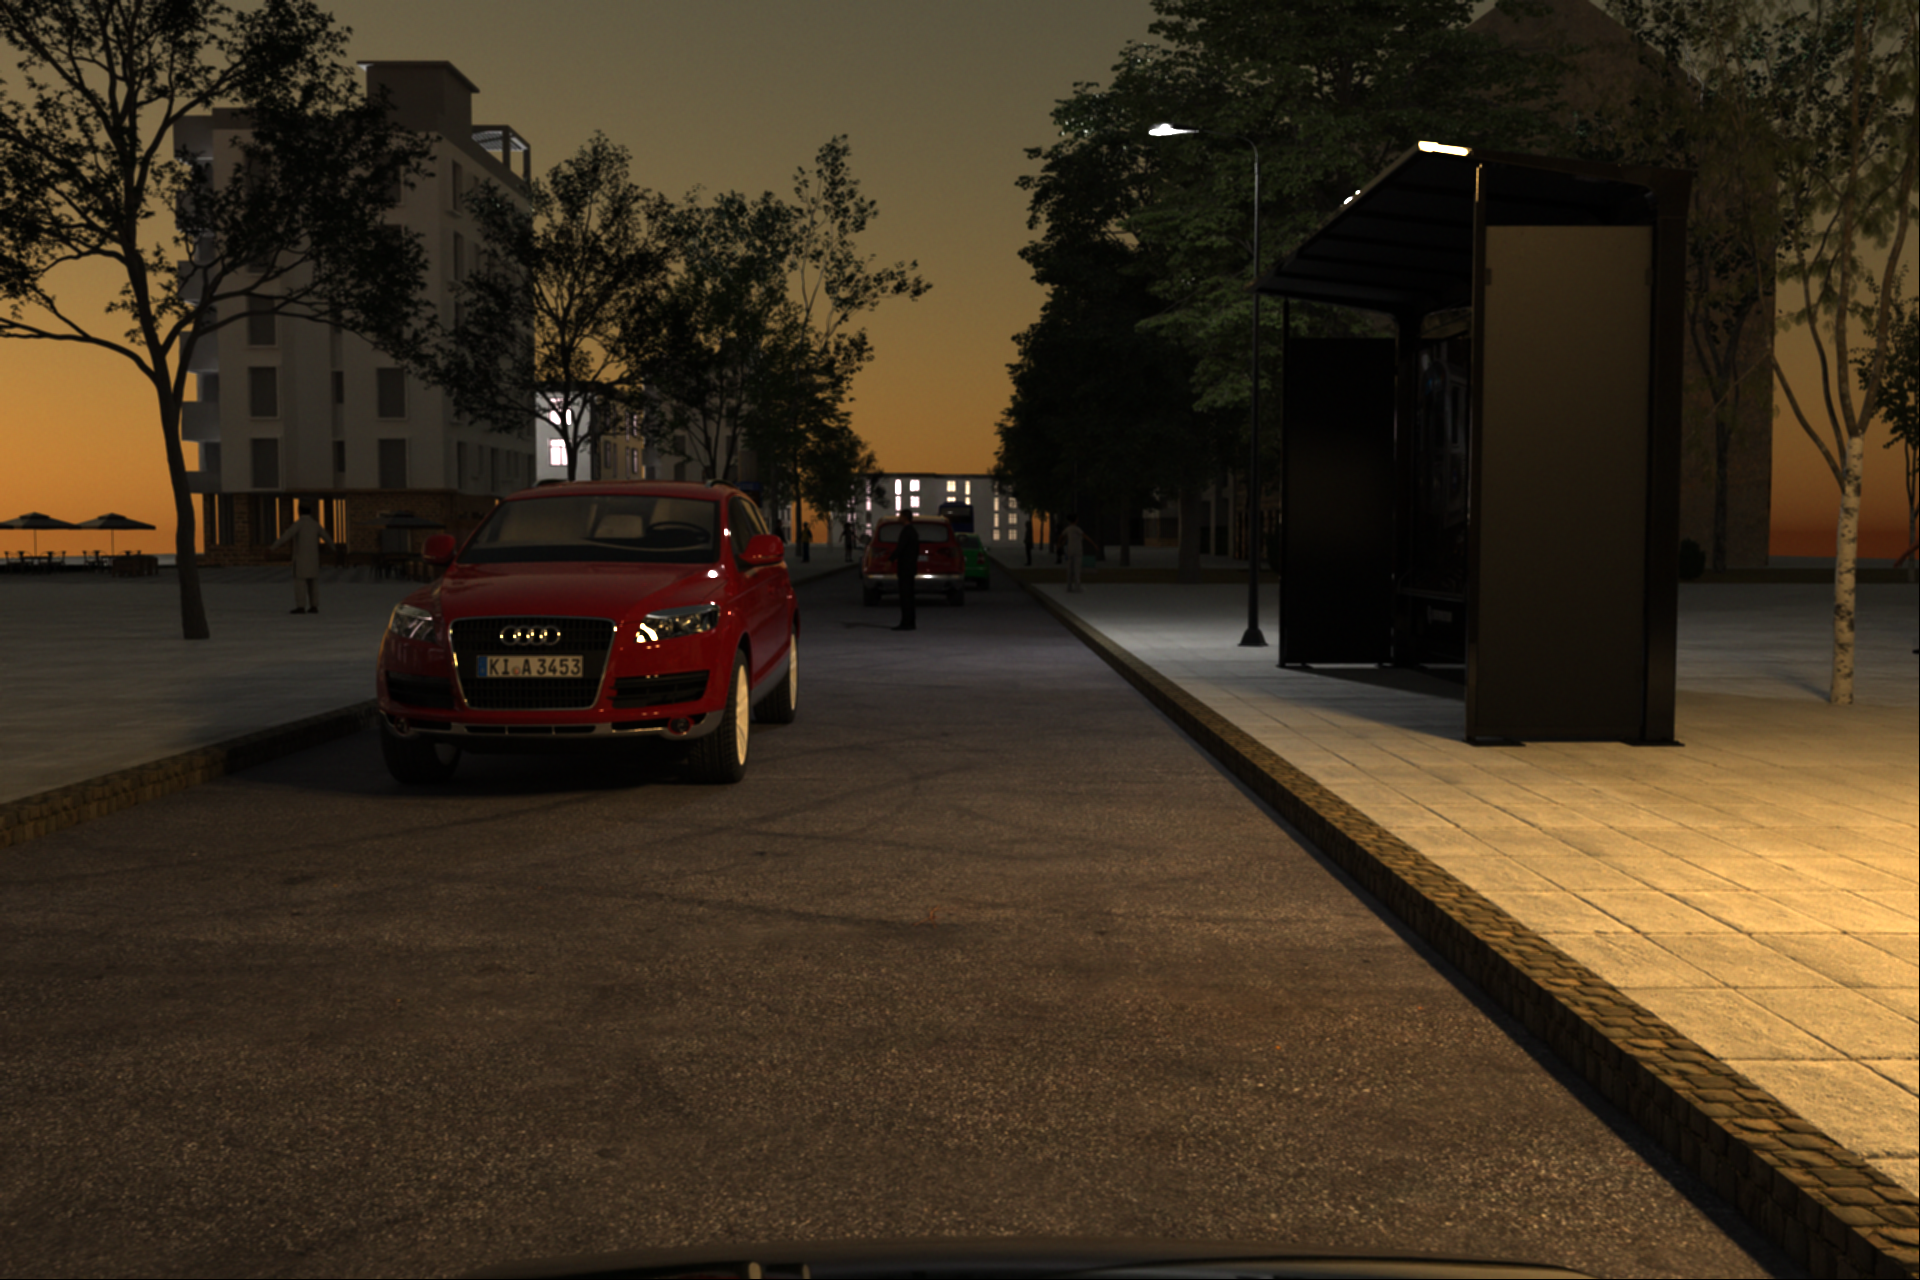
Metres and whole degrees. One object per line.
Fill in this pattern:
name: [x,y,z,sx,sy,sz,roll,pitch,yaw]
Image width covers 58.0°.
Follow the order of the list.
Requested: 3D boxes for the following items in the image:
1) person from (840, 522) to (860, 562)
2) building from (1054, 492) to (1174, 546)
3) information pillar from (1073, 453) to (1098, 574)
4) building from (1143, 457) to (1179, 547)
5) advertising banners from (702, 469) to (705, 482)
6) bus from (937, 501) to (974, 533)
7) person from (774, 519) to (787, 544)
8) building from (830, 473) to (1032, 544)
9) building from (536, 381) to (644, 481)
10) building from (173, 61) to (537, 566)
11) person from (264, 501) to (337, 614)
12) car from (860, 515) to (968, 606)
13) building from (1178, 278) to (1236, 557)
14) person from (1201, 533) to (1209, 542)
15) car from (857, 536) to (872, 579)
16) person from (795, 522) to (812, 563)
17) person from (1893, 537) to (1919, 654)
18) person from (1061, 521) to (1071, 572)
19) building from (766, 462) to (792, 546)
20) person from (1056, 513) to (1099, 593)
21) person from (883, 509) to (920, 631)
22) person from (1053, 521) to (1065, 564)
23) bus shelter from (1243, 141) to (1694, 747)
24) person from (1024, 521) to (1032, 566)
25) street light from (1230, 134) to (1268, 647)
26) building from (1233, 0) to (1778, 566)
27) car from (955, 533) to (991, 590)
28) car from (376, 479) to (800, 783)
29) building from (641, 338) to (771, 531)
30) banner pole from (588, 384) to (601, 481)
person: [-5.067,-4.467,79.172,0.704,1.843,1.345,3,5,41]
building: [24.515,-22.184,206.683,27.936,21.610,32.646,0,4,0]
information pillar: [4.012,-4.039,55.422,0.750,3.857,0.750,0,4,1]
building: [24.815,-20.090,184.887,16.016,20.090,11.380,0,4,0]
advertising banners: [-6.941,-3.064,46.290,0.090,3.025,2.074,0,3,0]
bus: [-0.387,-8.441,129.549,2.896,3.916,12.251,0,4,-1]
person: [-6.397,-3.396,61.658,0.704,1.812,1.346,0,4,7]
building: [-3.947,-17.981,238.585,28.070,9.664,9.099,0,4,-7]
building: [-24.399,-10.202,108.949,9.099,9.664,28.070,0,4,0]
building: [-25.535,-13.108,70.732,16.016,20.090,11.380,0,4,1]
person: [-10.610,-1.342,28.028,0.704,1.819,1.344,2,4,33]
car: [-0.957,-1.666,35.907,2.281,1.827,5.304,0,4,-1]
building: [23.579,-14.553,104.398,16.747,18.905,31.486,0,3,0]
person: [10.382,-4.312,76.778,1.348,1.796,0.705,-1,4,-11]
car: [-2.359,-2.746,56.905,2.014,1.417,4.499,0,3,0]
person: [-6.953,-4.391,77.769,0.705,1.833,1.349,-3,4,-37]
person: [10.380,-0.768,18.340,0.704,1.855,1.343,0,4,-3]
person: [3.760,-3.212,58.645,0.704,1.817,1.347,2,4,23]
building: [-23.908,-15.790,200.312,9.099,9.664,28.070,0,4,0]
person: [2.561,-1.912,38.034,0.721,1.739,1.217,-3,5,-44]
person: [-0.823,-1.051,25.863,0.704,1.802,1.346,1,4,16]
person: [4.235,-4.211,74.630,0.705,1.856,1.354,0,4,-6]
bus shelter: [3.581,-1.360,13.515,1.731,3.624,6.357,0,4,0]
person: [2.752,-3.931,70.401,0.705,1.813,1.348,0,4,7]
street light: [3.906,-2.884,19.696,1.470,5.913,1.316,0,4,0]
building: [22.931,-15.064,77.221,19.493,23.208,18.063,0,4,0]
car: [-0.153,-2.245,45.499,1.959,1.807,4.718,0,4,-1]
car: [-2.255,-0.182,11.642,2.281,1.827,5.304,0,3,0]
building: [-24.609,-19.049,167.871,16.016,20.090,11.380,0,4,-1]
banner pole: [-6.143,-2.399,29.247,0.401,3.779,0.863,0,4,1]
